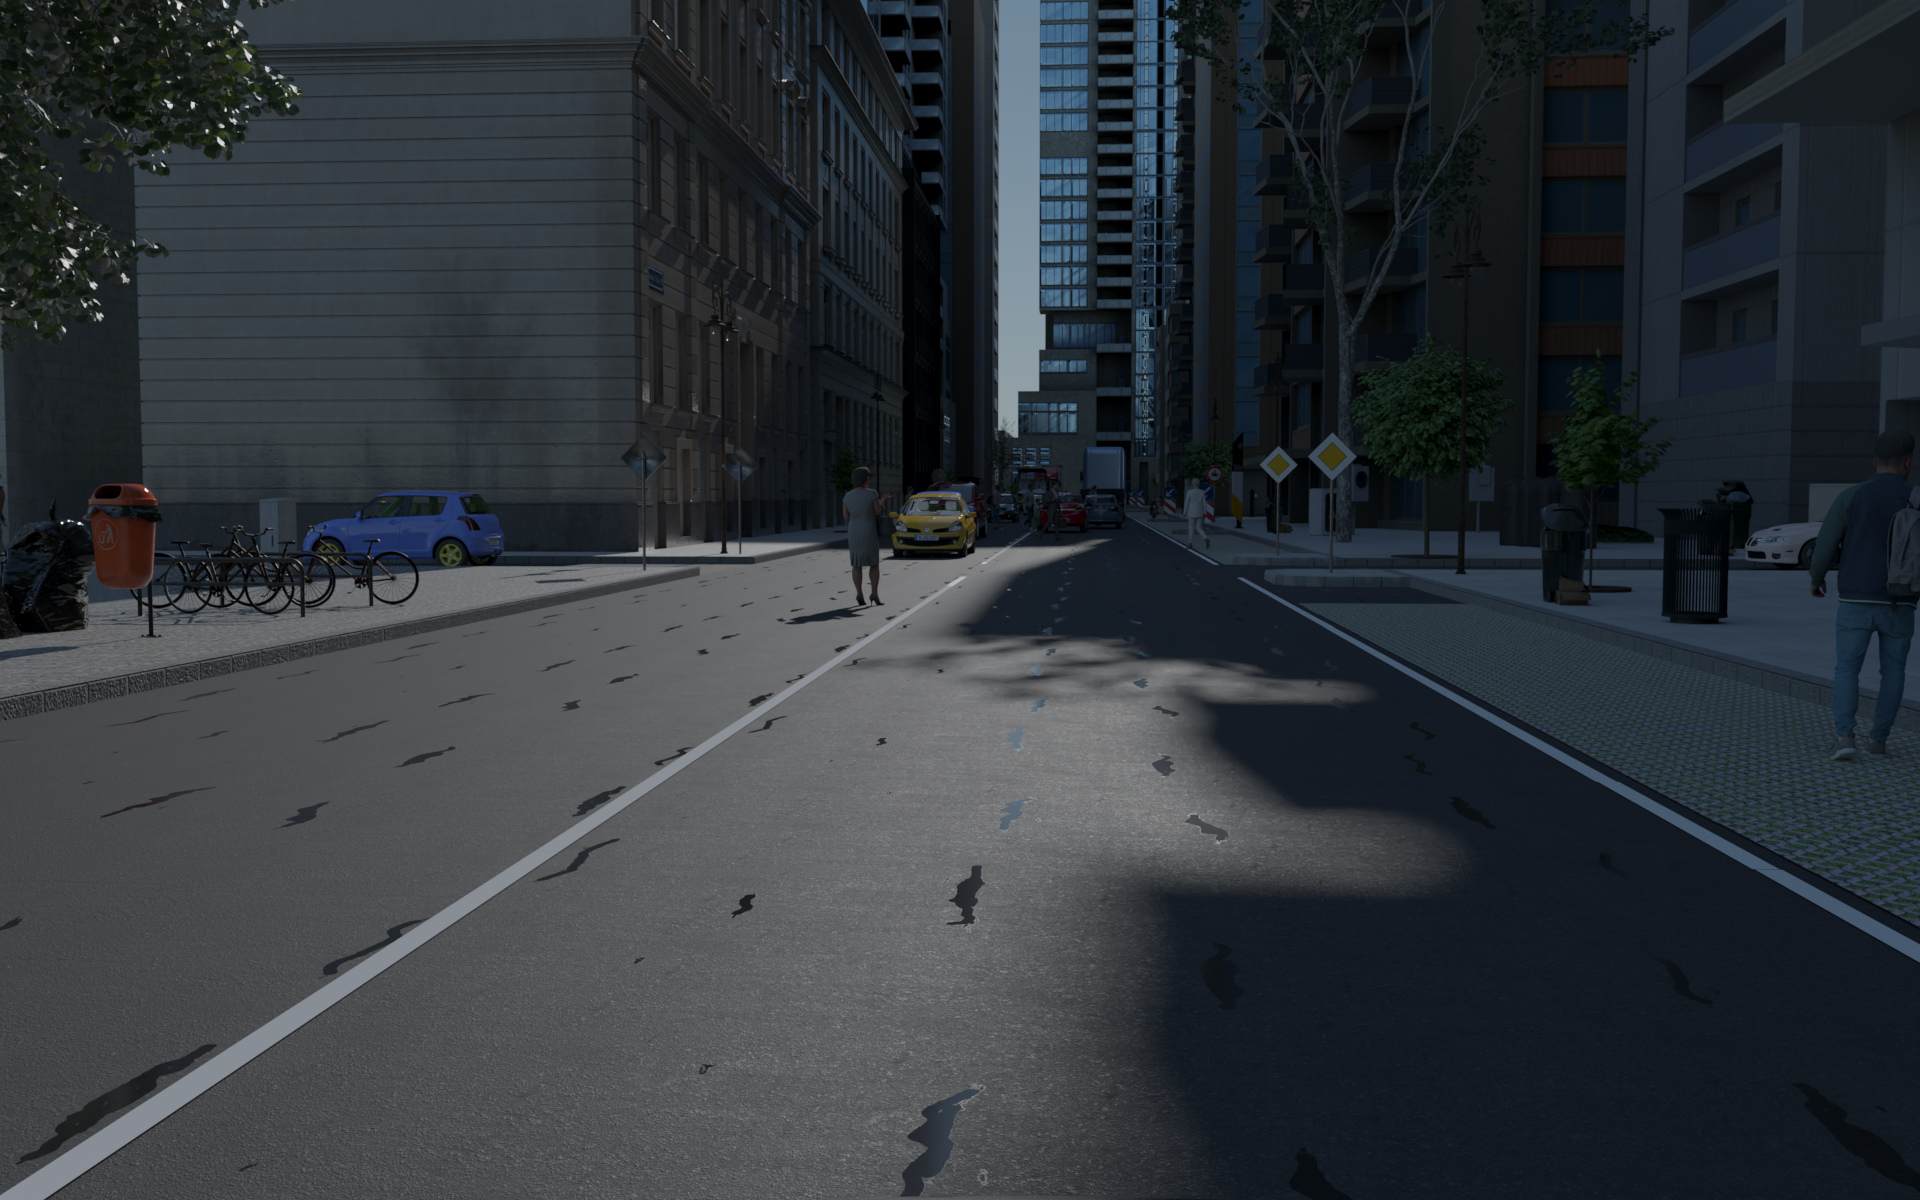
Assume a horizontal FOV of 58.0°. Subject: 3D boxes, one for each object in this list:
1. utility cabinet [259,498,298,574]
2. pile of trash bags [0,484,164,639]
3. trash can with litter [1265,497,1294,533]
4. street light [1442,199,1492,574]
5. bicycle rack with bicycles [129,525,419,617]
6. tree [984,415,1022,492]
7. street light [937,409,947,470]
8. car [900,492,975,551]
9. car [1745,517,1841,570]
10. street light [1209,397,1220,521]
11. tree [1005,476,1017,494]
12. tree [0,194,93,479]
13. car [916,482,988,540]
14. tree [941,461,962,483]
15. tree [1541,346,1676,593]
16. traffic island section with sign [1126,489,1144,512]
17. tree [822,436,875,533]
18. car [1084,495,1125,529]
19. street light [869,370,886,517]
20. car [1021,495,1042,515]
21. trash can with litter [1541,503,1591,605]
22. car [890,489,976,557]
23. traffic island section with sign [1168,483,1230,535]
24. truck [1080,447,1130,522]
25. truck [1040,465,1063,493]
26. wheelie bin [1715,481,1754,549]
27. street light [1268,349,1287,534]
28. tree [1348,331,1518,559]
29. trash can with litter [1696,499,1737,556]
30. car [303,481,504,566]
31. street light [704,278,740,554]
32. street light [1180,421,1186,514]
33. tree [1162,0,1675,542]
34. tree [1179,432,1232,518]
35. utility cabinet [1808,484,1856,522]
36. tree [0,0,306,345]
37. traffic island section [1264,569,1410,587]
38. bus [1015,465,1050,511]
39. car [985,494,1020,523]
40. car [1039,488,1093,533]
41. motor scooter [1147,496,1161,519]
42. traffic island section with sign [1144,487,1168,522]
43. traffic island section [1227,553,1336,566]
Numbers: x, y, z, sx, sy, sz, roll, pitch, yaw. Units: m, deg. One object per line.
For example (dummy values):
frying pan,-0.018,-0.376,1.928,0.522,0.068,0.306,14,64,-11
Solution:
utility cabinet,-10.710,-0.981,27.196,0.306,1.237,1.020,-3,4,-37
pile of trash bags,-8.648,-0.371,15.822,3.447,1.369,1.912,1,4,22
trash can with litter,10.586,-2.806,57.259,0.624,1.170,1.055,-3,4,-37
street light,8.021,-3.350,27.555,0.468,5.910,1.993,0,4,4
bicycle rack with bicycles,-7.818,-0.350,19.109,2.925,0.926,2.852,0,4,5
tree,3.705,-12.976,162.523,4.360,8.622,3.978,0,3,0
street light,-0.950,-7.326,92.562,0.468,5.910,1.993,0,4,4
car,-0.561,-2.163,44.951,1.945,1.707,3.694,0,4,4
car,17.263,-1.222,32.346,4.827,1.381,2.083,0,4,6
street light,12.129,-6.711,82.510,0.468,5.910,1.993,0,4,4
tree,5.922,-11.734,186.446,1.663,3.219,1.824,0,3,0
tree,-16.131,-4.677,26.825,4.737,8.622,4.395,0,3,0
car,-0.260,-2.911,56.271,2.281,1.827,5.304,0,4,6
tree,-0.584,-6.547,101.639,1.663,3.219,1.824,0,3,0
tree,8.303,-1.722,22.760,1.663,3.219,1.824,0,3,0
traffic island section with sign,14.254,-7.909,137.939,1.989,1.847,2.006,0,4,4
tree,-3.717,-3.871,57.891,1.663,3.219,1.824,0,3,0
car,5.916,-3.715,72.744,2.014,1.417,4.499,0,4,6
street light,-3.076,-5.634,64.900,0.468,5.910,1.993,0,4,4
car,5.246,-6.480,118.317,2.083,1.381,4.827,0,4,3
trash can with litter,7.192,-0.547,20.327,0.624,1.170,1.055,0,4,5
car,-0.580,-1.856,40.569,2.015,1.641,3.980,0,4,5
traffic island section with sign,8.557,-3.242,61.629,1.989,1.847,2.006,0,4,4
truck,7.618,-6.333,93.304,2.967,4.110,18.799,0,4,6
truck,8.534,-10.938,167.757,2.839,4.237,11.283,0,4,6
wheelie bin,18.167,-2.005,40.695,0.693,1.594,0.980,-1,4,-18
street light,10.143,-5.054,55.428,0.468,5.910,1.993,0,4,4
tree,9.561,-3.140,35.054,4.285,4.588,4.351,0,3,0
trash can with litter,15.847,-1.514,36.140,0.624,1.170,1.055,0,4,-8
car,-10.676,-1.443,33.181,3.694,1.707,1.945,0,4,6
street light,-5.081,-3.935,37.130,0.468,5.910,1.993,0,4,4
street light,14.219,-8.413,110.339,0.468,5.910,1.993,0,4,4
tree,11.192,-11.530,44.409,12.611,20.169,13.585,0,3,0
tree,13.271,-6.641,92.293,4.285,4.588,4.351,0,3,0
utility cabinet,18.734,-1.724,36.871,1.173,1.500,0.318,2,4,34
tree,-7.682,-6.300,9.658,9.857,13.997,8.962,0,3,0
traffic island section,6.051,-0.361,28.181,2.009,0.180,2.903,0,4,4
bus,6.254,-9.663,149.540,2.896,3.916,12.252,0,4,3
car,2.087,-4.764,87.681,2.009,1.686,4.222,0,4,5
car,3.937,-3.456,65.552,2.155,1.783,4.494,0,4,6
motor scooter,10.803,-5.115,96.403,0.815,1.314,1.986,0,4,6
traffic island section with sign,10.567,-4.886,88.510,1.989,1.847,2.006,0,4,4
traffic island section,6.645,-0.848,36.144,2.009,0.180,2.903,0,4,4
